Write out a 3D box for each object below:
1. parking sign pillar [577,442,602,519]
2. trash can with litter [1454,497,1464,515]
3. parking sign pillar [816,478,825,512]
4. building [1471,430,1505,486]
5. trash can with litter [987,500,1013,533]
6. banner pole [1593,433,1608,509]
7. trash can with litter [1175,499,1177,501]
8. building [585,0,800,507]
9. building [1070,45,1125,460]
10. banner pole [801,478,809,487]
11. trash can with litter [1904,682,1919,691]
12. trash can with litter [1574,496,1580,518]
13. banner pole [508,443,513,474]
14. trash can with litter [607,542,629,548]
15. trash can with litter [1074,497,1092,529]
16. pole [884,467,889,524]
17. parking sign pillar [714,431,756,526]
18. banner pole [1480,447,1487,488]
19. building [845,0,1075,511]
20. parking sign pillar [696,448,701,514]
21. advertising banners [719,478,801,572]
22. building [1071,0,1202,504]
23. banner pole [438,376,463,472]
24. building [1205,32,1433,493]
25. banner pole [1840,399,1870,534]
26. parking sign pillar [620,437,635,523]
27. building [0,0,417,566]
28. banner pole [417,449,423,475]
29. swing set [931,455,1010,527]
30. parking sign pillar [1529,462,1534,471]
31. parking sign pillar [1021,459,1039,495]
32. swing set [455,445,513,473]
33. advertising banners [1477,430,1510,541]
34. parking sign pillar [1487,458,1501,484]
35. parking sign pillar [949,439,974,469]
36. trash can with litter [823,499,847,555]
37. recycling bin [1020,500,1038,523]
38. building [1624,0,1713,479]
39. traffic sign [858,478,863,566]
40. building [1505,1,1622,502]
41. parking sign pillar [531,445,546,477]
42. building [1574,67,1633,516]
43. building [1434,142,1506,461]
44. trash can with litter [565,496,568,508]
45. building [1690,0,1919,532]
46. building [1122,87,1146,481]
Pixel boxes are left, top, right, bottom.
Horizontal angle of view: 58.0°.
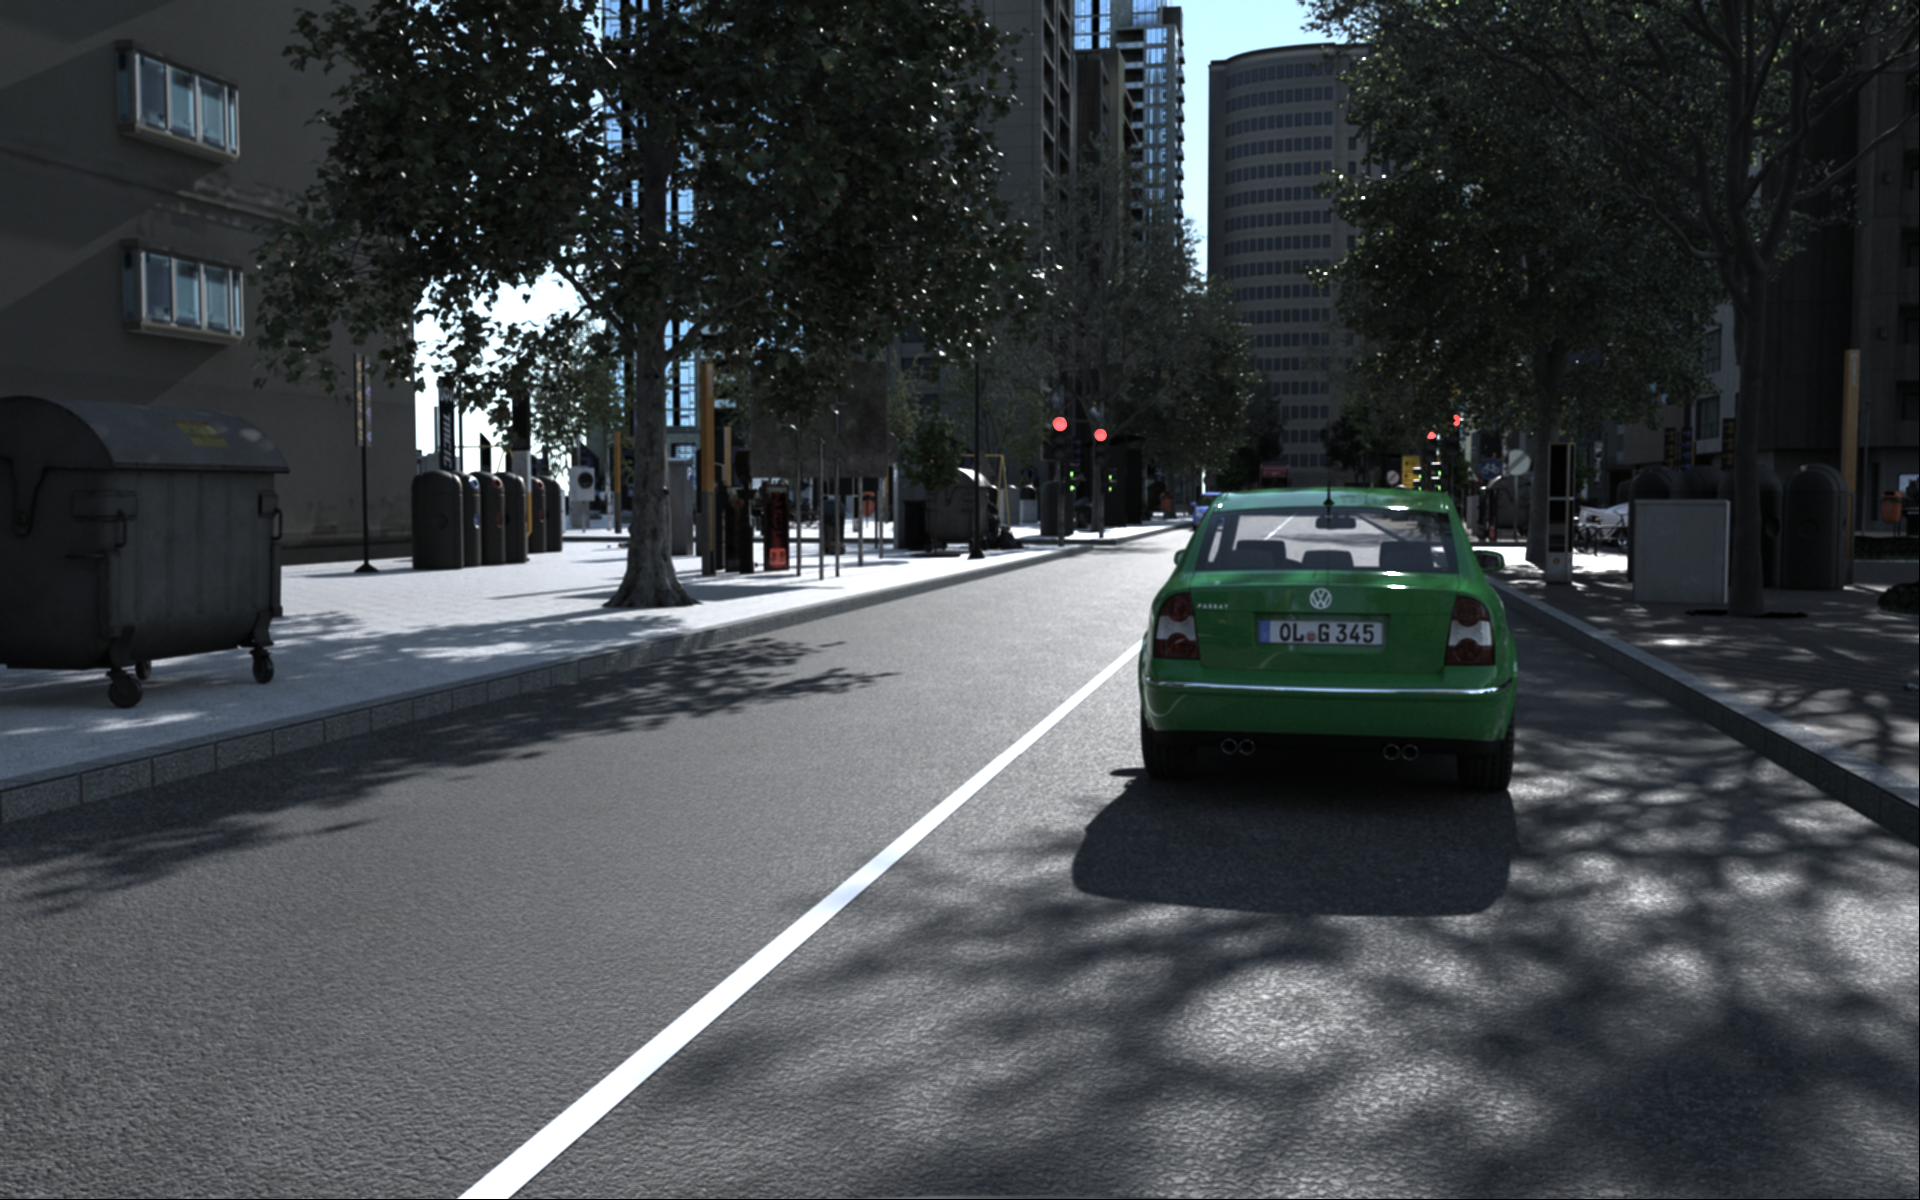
[{"bbox_3d":[-18.947,-6.090,88.041,1.447,3.967,1.447,2,4,34],"label":"parking sign pillar"},{"bbox_3d":[34.243,-6.650,120.117,1.055,1.170,0.624,0,4,-4],"label":"trash can with litter"},{"bbox_3d":[-9.177,-7.795,115.914,1.447,3.967,1.447,-1,4,-20],"label":"parking sign pillar"},{"bbox_3d":[62.000,-52.068,163.977,22.319,86.520,31.000,1,4,12],"label":"building"},{"bbox_3d":[1.137,-2.603,53.952,1.055,1.170,0.624,1,4,12],"label":"trash can with litter"},{"bbox_3d":[26.277,-4.954,71.023,0.401,3.779,0.863,-2,4,-24],"label":"banner pole"},{"bbox_3d":[14.830,-6.739,121.567,0.624,1.170,1.055,1,4,18],"label":"trash can with litter"},{"bbox_3d":[-24.470,-53.385,185.519,31.000,86.520,22.319,1,4,12],"label":"building"},{"bbox_3d":[6.913,-28.860,155.447,14.154,41.232,14.086,1,4,12],"label":"building"},{"bbox_3d":[-7.160,-5.426,78.729,0.863,3.779,0.401,-3,5,-43],"label":"banner pole"},{"bbox_3d":[6.641,0.048,10.280,1.678,1.210,2.233,-1,4,-8],"label":"trash can with litter"},{"bbox_3d":[30.602,-4.537,85.240,2.233,1.210,1.678,-3,5,-42],"label":"trash can with litter"},{"bbox_3d":[-16.562,-4.589,65.048,0.863,3.779,0.401,-1,4,-12],"label":"banner pole"},{"bbox_3d":[-7.712,-1.884,41.854,1.678,1.210,2.233,-1,4,-22],"label":"trash can with litter"},{"bbox_3d":[4.368,-3.203,63.751,1.055,1.170,0.624,-3,5,-44],"label":"trash can with litter"},{"bbox_3d":[-3.201,-4.992,75.464,0.158,3.312,0.155,0,3,0],"label":"pole"},{"bbox_3d":[-8.907,-5.004,70.295,1.447,3.967,1.447,3,5,41],"label":"parking sign pillar"},{"bbox_3d":[27.643,-6.207,91.493,0.401,3.779,0.863,3,5,41],"label":"banner pole"},{"bbox_3d":[0.194,-42.734,136.956,20.563,71.187,20.611,1,4,12],"label":"building"},{"bbox_3d":[-10.563,-5.220,73.821,1.447,3.967,1.447,0,4,5],"label":"parking sign pillar"},{"bbox_3d":[-3.111,-2.009,29.037,2.074,3.025,0.090,-3,4,-38],"label":"advertising banners"},{"bbox_3d":[16.697,-56.125,230.322,31.000,86.520,22.319,1,4,12],"label":"building"},{"bbox_3d":[-9.527,-2.602,32.560,0.401,3.779,0.863,1,4,23],"label":"banner pole"},{"bbox_3d":[46.451,-41.763,224.830,28.212,58.520,21.231,1,4,12],"label":"building"},{"bbox_3d":[23.769,-3.421,45.958,0.863,3.779,0.401,3,5,44],"label":"banner pole"},{"bbox_3d":[-14.546,-5.406,76.857,1.447,3.967,1.447,0,4,2],"label":"parking sign pillar"},{"bbox_3d":[-23.552,-24.592,25.785,21.600,48.544,21.300,1,4,12],"label":"building"},{"bbox_3d":[-26.842,-5.824,85.236,0.863,3.779,0.401,-2,4,-27],"label":"banner pole"},{"bbox_3d":[0.188,-4.345,68.665,3.119,2.851,2.862,-1,4,-10],"label":"swing set"},{"bbox_3d":[34.387,-7.168,105.676,1.447,3.967,1.447,1,4,23],"label":"parking sign pillar"},{"bbox_3d":[5.098,-8.392,125.686,1.447,3.967,1.447,-2,4,-30],"label":"parking sign pillar"},{"bbox_3d":[-15.894,-3.588,56.289,3.119,2.851,2.862,2,4,26],"label":"swing set"},{"bbox_3d":[14.780,-3.168,47.987,0.090,3.025,2.074,0,4,-5],"label":"advertising banners"},{"bbox_3d":[36.024,-7.815,116.240,1.447,3.967,1.447,-2,4,-25],"label":"parking sign pillar"},{"bbox_3d":[-0.025,-5.345,75.864,1.447,3.967,1.447,-1,4,-10],"label":"parking sign pillar"},{"bbox_3d":[-2.611,-1.556,36.829,0.624,1.170,1.055,-1,4,-15],"label":"trash can with litter"},{"bbox_3d":[3.070,-3.968,77.424,0.722,1.027,0.722,0,4,-8],"label":"recycling bin"},{"bbox_3d":[37.760,-25.995,75.125,14.600,45.320,14.200,1,4,12],"label":"building"},{"bbox_3d":[-1.766,-1.869,30.670,0.768,2.556,0.104,1,4,17],"label":"traffic sign"},{"bbox_3d":[54.303,-36.345,136.245,21.231,58.520,28.212,1,4,12],"label":"building"},{"bbox_3d":[-22.527,-6.435,93.677,1.447,3.967,1.447,-2,4,-24],"label":"parking sign pillar"},{"bbox_3d":[52.230,-24.956,99.911,32.217,40.220,23.993,1,4,12],"label":"building"},{"bbox_3d":[75.392,-36.735,220.227,30.456,49.044,23.786,1,4,12],"label":"building"},{"bbox_3d":[-27.723,-6.677,120.561,1.055,1.170,0.624,3,5,43],"label":"trash can with litter"},{"bbox_3d":[35.217,-17.772,62.270,14.107,30.474,14.160,1,4,12],"label":"building"},{"bbox_3d":[5.091,-32.252,181.937,28.867,44.769,22.147,1,4,12],"label":"building"}]
